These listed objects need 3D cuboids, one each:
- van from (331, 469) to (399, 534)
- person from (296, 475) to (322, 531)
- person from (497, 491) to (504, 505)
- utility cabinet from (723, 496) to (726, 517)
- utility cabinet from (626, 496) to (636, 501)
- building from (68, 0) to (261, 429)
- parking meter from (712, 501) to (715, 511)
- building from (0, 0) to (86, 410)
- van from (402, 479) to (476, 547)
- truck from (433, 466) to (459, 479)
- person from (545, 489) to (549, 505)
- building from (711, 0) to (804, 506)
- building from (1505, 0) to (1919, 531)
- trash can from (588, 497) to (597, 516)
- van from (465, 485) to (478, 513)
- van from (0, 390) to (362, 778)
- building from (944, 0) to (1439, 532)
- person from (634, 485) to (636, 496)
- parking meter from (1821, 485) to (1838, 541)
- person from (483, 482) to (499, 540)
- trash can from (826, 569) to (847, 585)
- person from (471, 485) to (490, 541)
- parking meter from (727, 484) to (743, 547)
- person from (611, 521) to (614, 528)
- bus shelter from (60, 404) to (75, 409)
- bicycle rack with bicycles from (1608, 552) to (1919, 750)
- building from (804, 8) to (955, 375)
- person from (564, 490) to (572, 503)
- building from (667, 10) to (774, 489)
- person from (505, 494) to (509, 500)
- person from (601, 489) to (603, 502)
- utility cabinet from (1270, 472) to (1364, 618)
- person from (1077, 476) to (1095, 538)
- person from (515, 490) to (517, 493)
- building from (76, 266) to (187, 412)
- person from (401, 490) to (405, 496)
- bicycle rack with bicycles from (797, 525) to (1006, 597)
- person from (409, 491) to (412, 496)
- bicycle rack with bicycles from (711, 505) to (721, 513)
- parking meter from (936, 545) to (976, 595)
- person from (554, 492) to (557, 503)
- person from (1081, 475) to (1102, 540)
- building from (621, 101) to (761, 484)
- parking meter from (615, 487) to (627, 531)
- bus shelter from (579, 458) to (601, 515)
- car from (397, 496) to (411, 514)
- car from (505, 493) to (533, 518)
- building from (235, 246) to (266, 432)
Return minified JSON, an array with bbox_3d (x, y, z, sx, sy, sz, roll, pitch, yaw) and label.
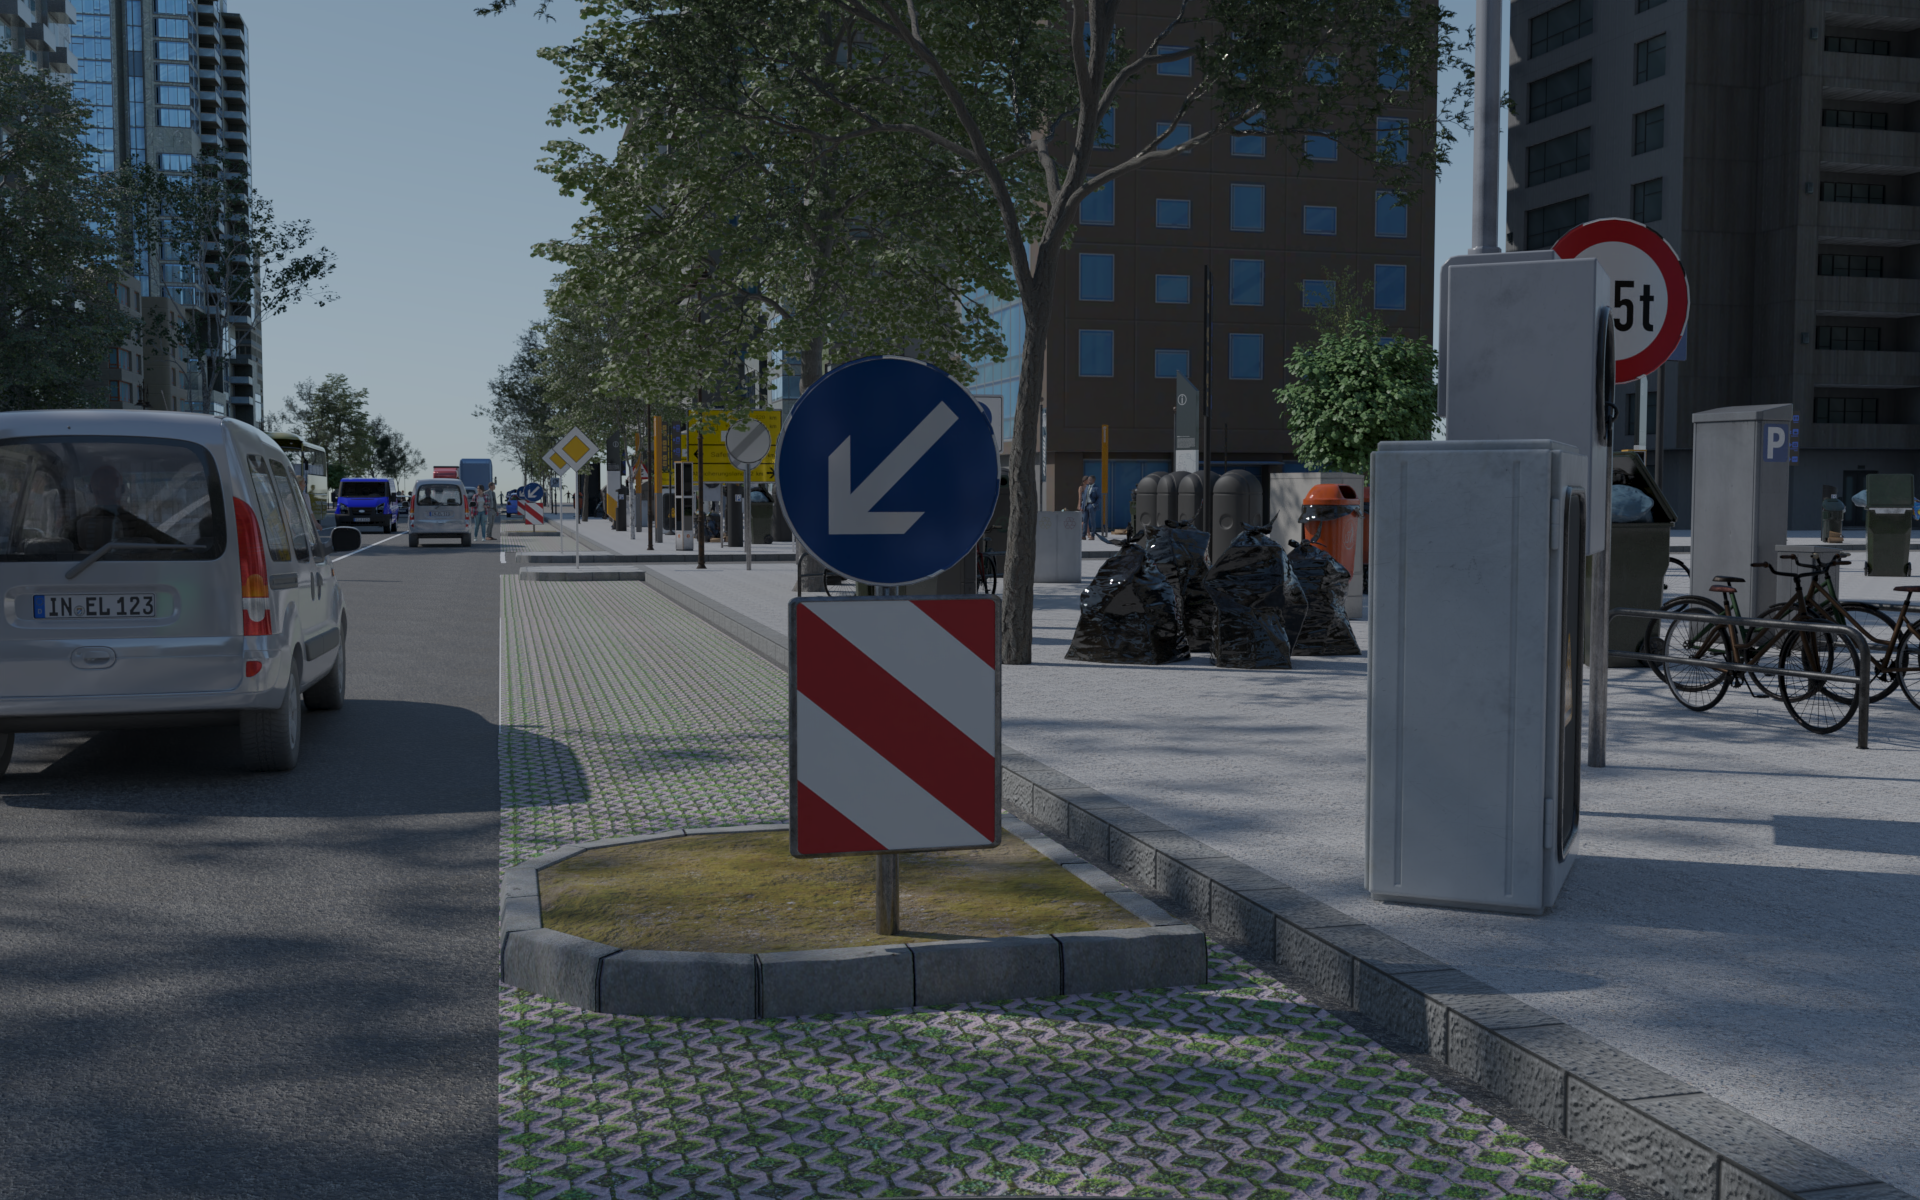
[{"bbox_3d":[-21.966,-3.658,64.197,2.240,2.365,5.245,-1,4,-14],"label":"van"},{"bbox_3d":[-10.927,-1.196,28.734,0.731,1.740,0.598,0,4,5],"label":"person"},{"bbox_3d":[-58.521,-12.984,220.869,0.705,1.814,1.350,1,4,23],"label":"person"},{"bbox_3d":[-12.830,-5.228,96.636,0.306,1.237,1.020,2,4,35],"label":"utility cabinet"},{"bbox_3d":[-13.632,-3.727,72.090,0.306,1.237,1.020,1,4,17],"label":"utility cabinet"},{"bbox_3d":[-96.171,-54.695,206.930,22.319,86.520,31.000,-1,4,-15],"label":"building"},{"bbox_3d":[-14.894,-6.096,105.386,0.399,1.863,0.255,0,4,-1],"label":"parking meter"},{"bbox_3d":[-72.003,-30.248,114.161,23.786,49.044,30.456,-1,4,-15],"label":"building"},{"bbox_3d":[-14.495,-2.521,48.231,2.013,2.044,4.112,-1,4,-17],"label":"van"},{"bbox_3d":[-51.559,-11.334,174.221,2.839,4.237,11.283,-1,4,-14],"label":"truck"},{"bbox_3d":[-47.387,-11.744,198.138,1.350,1.814,0.705,2,4,32],"label":"person"},{"bbox_3d":[-7.825,-50.541,139.018,22.319,86.520,31.000,-1,4,-15],"label":"building"},{"bbox_3d":[30.679,-17.984,65.740,14.107,30.474,14.160,-1,4,-15],"label":"building"},{"bbox_3d":[-21.080,-5.347,99.071,0.748,1.137,0.748,0,3,0],"label":"trash can"},{"bbox_3d":[-29.633,-5.936,104.058,2.013,2.044,4.112,-1,4,-14],"label":"van"},{"bbox_3d":[-4.595,-0.189,10.098,2.013,2.044,4.112,-1,4,-15],"label":"van"},{"bbox_3d":[7.957,-25.348,64.555,14.200,45.320,14.600,-1,4,-15],"label":"building"},{"bbox_3d":[-20.414,-6.333,109.385,0.447,1.846,0.655,0,4,-6],"label":"person"},{"bbox_3d":[23.724,-2.377,47.270,0.372,1.533,0.369,0,3,0],"label":"parking meter"},{"bbox_3d":[-14.663,-2.780,54.060,0.391,1.810,0.635,1,4,14],"label":"person"},{"bbox_3d":[-1.906,-0.790,24.566,0.748,1.137,0.748,0,3,0],"label":"trash can"},{"bbox_3d":[-14.575,-2.651,52.688,0.563,1.720,0.643,-1,4,-15],"label":"person"},{"bbox_3d":[-5.433,-2.049,41.905,0.372,1.533,0.369,0,3,0],"label":"parking meter"},{"bbox_3d":[-12.559,-3.257,63.570,0.475,1.303,0.640,3,4,39],"label":"person"},{"bbox_3d":[-39.712,-6.227,79.437,2.179,5.291,8.768,-1,4,-15],"label":"bus shelter"},{"bbox_3d":[5.044,0.203,10.055,2.852,0.926,2.925,-1,4,-23],"label":"bicycle rack with bicycles"},{"bbox_3d":[-1.230,-24.865,90.131,14.154,41.232,14.086,-1,4,-15],"label":"building"},{"bbox_3d":[-56.649,-14.946,250.542,1.348,1.807,0.705,0,4,-6],"label":"person"},{"bbox_3d":[-16.151,-33.139,165.523,21.300,48.544,21.600,-1,4,-15],"label":"building"},{"bbox_3d":[-47.363,-10.379,181.385,0.799,1.438,0.628,2,4,28],"label":"person"},{"bbox_3d":[-35.334,-10.051,170.929,0.434,1.755,0.990,-2,4,-28],"label":"person"},{"bbox_3d":[3.715,-0.574,18.066,0.318,1.500,1.173,-2,4,-27],"label":"utility cabinet"},{"bbox_3d":[3.603,-2.706,50.382,0.616,1.811,0.778,-3,5,-44],"label":"person"},{"bbox_3d":[-30.978,-6.855,121.270,1.217,1.739,0.721,3,4,38],"label":"person"},{"bbox_3d":[-81.378,-18.240,143.256,27.650,21.520,28.899,-1,4,-15],"label":"building"},{"bbox_3d":[-46.012,-8.206,143.224,0.434,1.755,0.990,-2,4,-33],"label":"person"},{"bbox_3d":[-0.422,-0.413,20.131,2.852,0.926,2.925,2,4,34],"label":"bicycle rack with bicycles"},{"bbox_3d":[-71.860,-13.317,226.330,0.705,1.812,1.348,-2,4,-31],"label":"person"},{"bbox_3d":[-15.356,-5.790,108.054,2.852,0.926,2.925,3,5,42],"label":"bicycle rack with bicycles"},{"bbox_3d":[-0.041,-0.678,16.798,0.399,1.863,0.255,2,4,26],"label":"parking meter"},{"bbox_3d":[-58.016,-14.738,248.474,0.415,1.643,0.593,0,4,3],"label":"person"},{"bbox_3d":[3.616,-2.563,48.128,0.721,1.800,0.419,3,5,40],"label":"person"},{"bbox_3d":[-29.251,-39.202,230.198,28.713,52.752,27.495,-1,4,-15],"label":"building"},{"bbox_3d":[-11.676,-3.135,59.668,0.372,1.533,0.369,0,3,0],"label":"parking meter"},{"bbox_3d":[-23.315,-7.132,107.897,1.731,3.624,6.357,-1,4,-15],"label":"bus shelter"},{"bbox_3d":[-34.277,-5.744,106.500,1.945,1.354,3.894,-1,4,-15],"label":"car"},{"bbox_3d":[-27.029,-5.931,106.559,1.945,1.707,3.694,-1,4,-13],"label":"car"},{"bbox_3d":[-108.003,-33.133,233.608,32.217,40.220,23.993,-1,4,-15],"label":"building"}]
